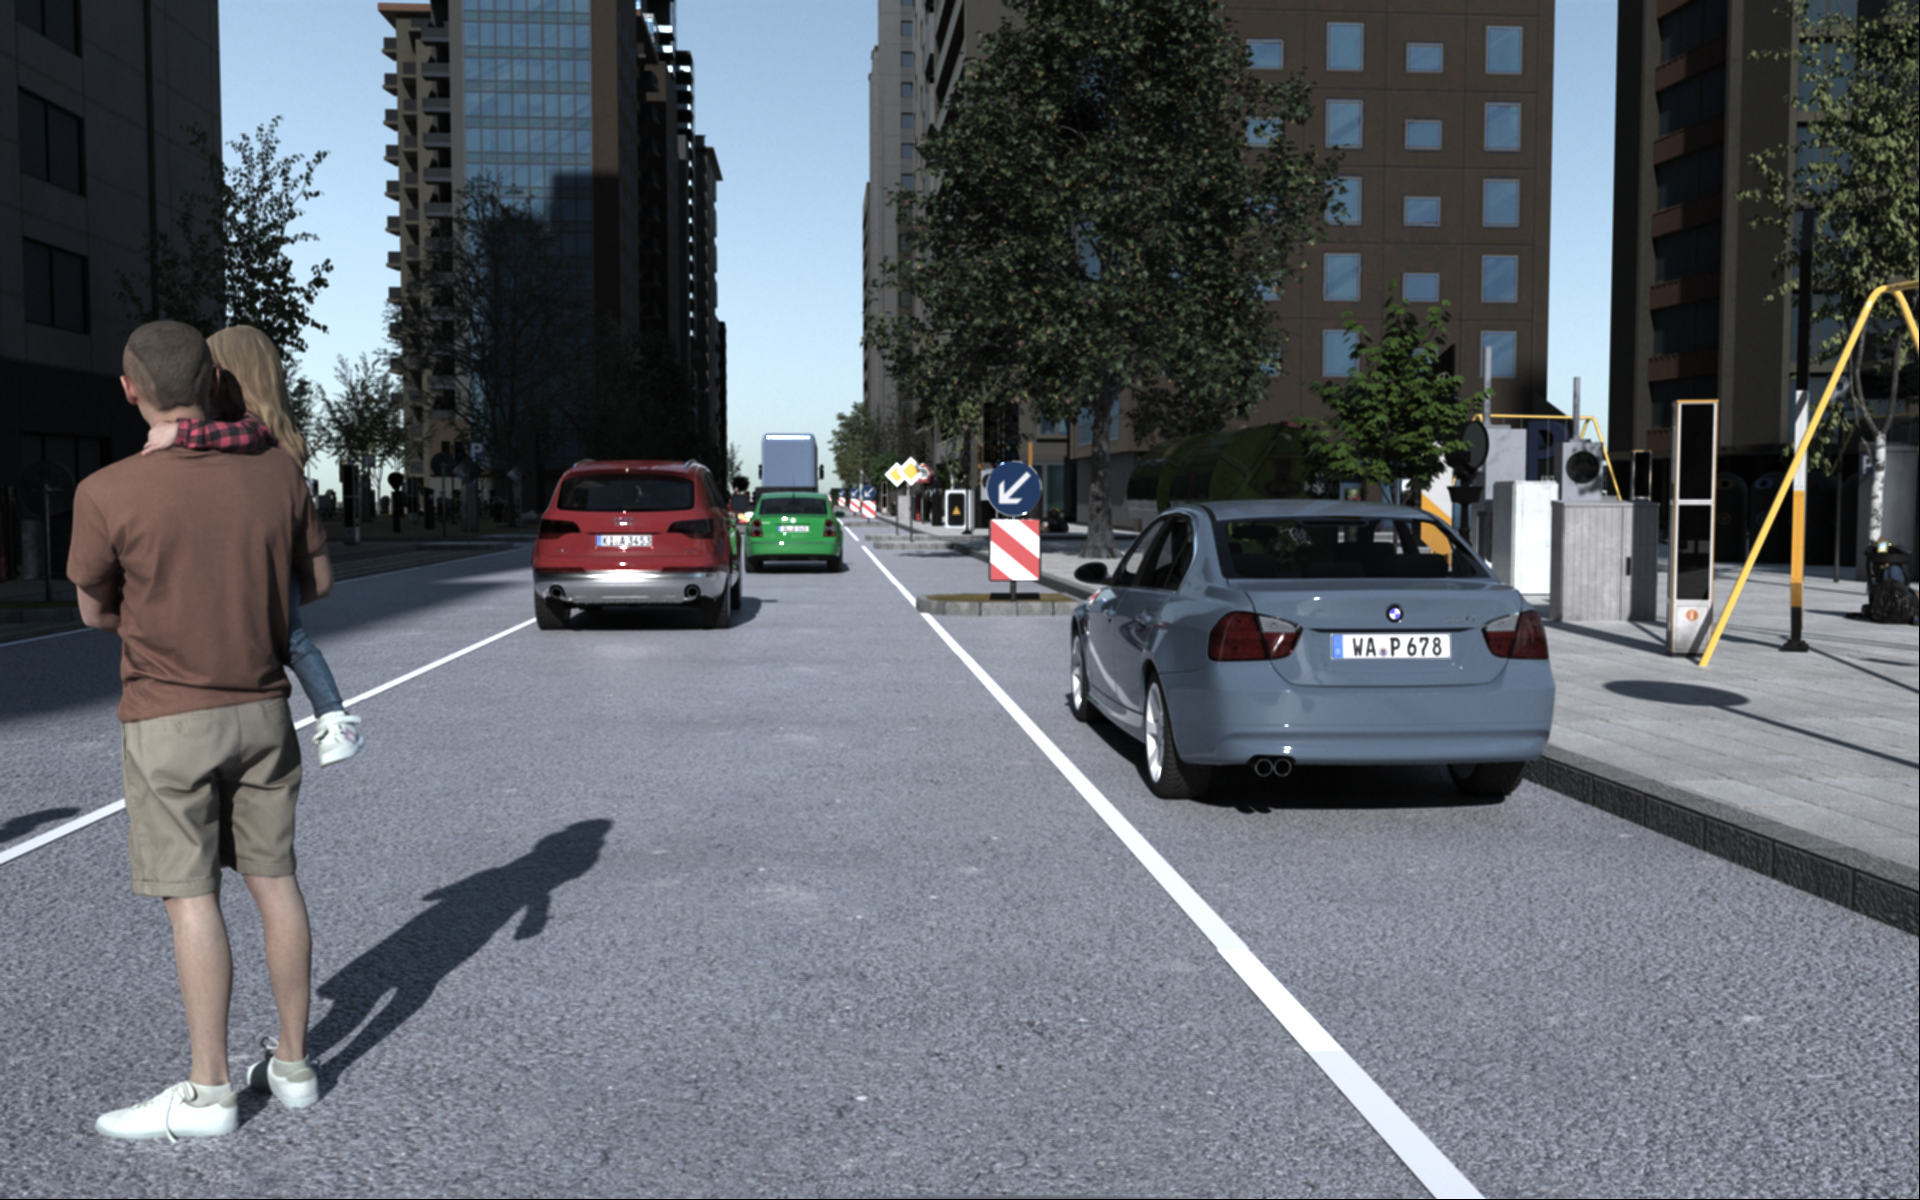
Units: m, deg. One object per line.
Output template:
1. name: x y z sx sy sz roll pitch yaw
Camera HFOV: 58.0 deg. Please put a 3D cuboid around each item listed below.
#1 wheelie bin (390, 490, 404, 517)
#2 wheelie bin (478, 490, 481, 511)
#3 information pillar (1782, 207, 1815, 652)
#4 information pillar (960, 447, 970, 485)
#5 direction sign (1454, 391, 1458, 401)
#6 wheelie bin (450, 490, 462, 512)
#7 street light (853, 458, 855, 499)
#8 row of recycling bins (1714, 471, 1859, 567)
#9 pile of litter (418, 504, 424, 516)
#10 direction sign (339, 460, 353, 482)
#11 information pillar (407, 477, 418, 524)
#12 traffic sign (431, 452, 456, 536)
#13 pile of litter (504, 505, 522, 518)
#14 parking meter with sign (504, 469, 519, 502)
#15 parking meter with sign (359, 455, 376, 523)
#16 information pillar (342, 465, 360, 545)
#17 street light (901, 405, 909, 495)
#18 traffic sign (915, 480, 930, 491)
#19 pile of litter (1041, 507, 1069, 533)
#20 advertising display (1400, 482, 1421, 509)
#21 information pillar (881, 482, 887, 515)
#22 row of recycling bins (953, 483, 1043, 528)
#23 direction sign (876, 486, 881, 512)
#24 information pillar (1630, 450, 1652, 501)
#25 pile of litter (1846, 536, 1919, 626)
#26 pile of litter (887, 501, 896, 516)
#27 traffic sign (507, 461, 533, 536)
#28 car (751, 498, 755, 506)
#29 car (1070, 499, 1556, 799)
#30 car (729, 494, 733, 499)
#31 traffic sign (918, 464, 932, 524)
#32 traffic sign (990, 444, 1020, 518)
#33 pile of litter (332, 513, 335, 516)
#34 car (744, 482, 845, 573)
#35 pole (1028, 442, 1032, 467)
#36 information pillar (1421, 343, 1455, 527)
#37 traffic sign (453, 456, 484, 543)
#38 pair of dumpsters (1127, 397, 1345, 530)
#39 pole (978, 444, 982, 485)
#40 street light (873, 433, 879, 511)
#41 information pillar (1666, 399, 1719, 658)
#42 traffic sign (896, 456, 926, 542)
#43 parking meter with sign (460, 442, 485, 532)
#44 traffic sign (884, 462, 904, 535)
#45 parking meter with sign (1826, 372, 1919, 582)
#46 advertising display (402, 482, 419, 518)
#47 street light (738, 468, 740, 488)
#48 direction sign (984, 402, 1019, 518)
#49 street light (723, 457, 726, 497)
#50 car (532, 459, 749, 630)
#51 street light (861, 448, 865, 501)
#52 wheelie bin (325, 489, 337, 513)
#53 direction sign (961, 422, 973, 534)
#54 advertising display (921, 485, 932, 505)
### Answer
1. wheelie bin: -31.093 -5.376 95.803 0.693 1.594 0.980 -2 4 -30
2. wheelie bin: -35.222 -7.244 126.339 0.980 1.594 0.693 -1 4 -13
3. information pillar: 6.820 -1.387 14.032 0.183 3.616 0.504 2 4 27
4. information pillar: 0.228 -5.085 74.492 0.504 3.616 0.183 3 5 41
5. direction sign: 10.521 -2.811 37.952 0.876 3.537 0.379 -2 4 -24
6. wheelie bin: -36.254 -7.157 124.932 0.693 1.594 0.980 2 4 31
7. street light: -12.556 -14.195 204.876 0.468 5.910 1.993 0 4 -5
8. row of recycling bins: 15.337 -1.515 31.882 1.069 1.692 3.534 -2 4 -33
9. pile of litter: -31.663 -5.364 101.668 1.176 0.858 1.719 -1 4 -11
10. direction sign: -41.169 -7.600 116.251 0.876 3.537 0.379 -1 4 -16
11. information pillar: -23.718 -4.314 75.030 0.304 2.012 0.304 2 4 29
12. traffic sign: -15.686 -3.211 52.600 0.768 2.556 0.104 0 4 -2
13. pile of litter: -23.677 -4.784 92.183 1.719 0.858 1.176 -2 4 -29
14. parking meter with sign: -30.097 -7.435 117.829 1.738 3.016 0.543 2 4 24
15. parking meter with sign: -26.974 -5.031 78.511 0.543 3.016 1.738 -2 4 -33
16. information pillar: -15.300 -2.387 43.513 0.304 2.012 0.304 0 4 4
17. street light: -2.871 -7.147 89.645 0.468 5.910 1.993 0 4 -5
18. traffic sign: -1.861 -5.003 81.807 0.884 2.594 0.081 0 3 0
19. pile of litter: 2.928 -2.696 58.037 1.719 0.858 1.176 -2 4 -26
20. advertising display: 11.180 -2.254 42.065 0.974 1.923 0.123 2 4 28
21. information pillar: -4.611 -6.158 105.170 0.304 2.012 0.304 -1 4 -14
22. row of recycling bins: 1.388 -3.530 64.831 3.534 1.692 1.069 1 4 17
23. direction sign: -5.948 -8.222 126.428 0.379 3.537 0.876 3 5 43
24. information pillar: 11.422 -1.504 29.088 0.304 2.012 0.304 1 4 15
25. pile of litter: 9.634 -0.216 17.502 1.176 0.858 1.719 2 4 24
26. pile of litter: -3.632 -5.308 100.750 1.176 0.858 1.719 -2 4 -29
27. traffic sign: -13.472 -3.024 53.086 0.795 2.450 0.064 0 4 -5
28. car: -17.237 -8.757 152.210 2.155 1.783 4.494 0 4 -6
29. car: 1.690 0.155 9.474 2.014 1.417 4.499 0 4 -4
30. car: -24.926 -11.138 191.699 1.945 1.707 3.694 0 4 -6
31. traffic sign: -1.574 -4.516 73.949 0.768 2.556 0.104 0 4 -1
32. traffic sign: 1.131 -2.678 43.895 0.768 2.556 0.104 0 4 -4
33. pile of litter: -37.705 -5.397 102.199 1.719 0.858 1.176 0 4 8
34. car: -3.144 -1.472 32.862 1.959 1.807 4.718 0 4 -5
35. pole: 2.751 -4.549 68.211 0.158 3.312 0.155 0 3 0
36. information pillar: 7.487 -2.186 27.099 0.504 3.616 0.183 2 4 30
37. traffic sign: -12.806 -2.537 45.129 0.795 2.450 0.064 0 4 -5
38. pair of dumpsters: 3.036 -1.035 19.423 1.574 2.255 4.437 0 4 -5
39. pole: 0.815 -4.660 70.039 0.158 3.312 0.155 0 3 0
40. street light: -6.220 -9.534 128.661 0.468 5.910 1.993 0 4 -5
41. information pillar: 5.760 -0.559 13.635 0.304 2.012 0.304 1 4 15
42. traffic sign: -1.300 -2.595 46.068 0.795 2.450 0.064 0 4 -5
43. parking meter with sign: -16.621 -3.826 58.816 0.543 3.016 1.738 -2 4 -30
44. traffic sign: -1.967 -3.082 54.025 0.795 2.450 0.064 0 4 -5
45. parking meter with sign: 13.529 -1.770 25.205 1.738 3.016 0.543 -1 4 -11
46. advertising display: -29.941 -5.452 94.352 0.123 1.923 0.974 3 5 40
47. street light: -32.067 -17.041 251.414 0.468 5.910 1.993 0 4 -5
48. direction sign: 1.011 -3.102 42.722 0.876 3.537 0.379 1 4 14
49. street light: -28.891 -14.662 212.503 0.468 5.910 1.993 0 4 -5
50. car: -3.588 -0.685 19.873 2.281 1.827 5.304 0 4 -5
51. street light: -9.223 -11.763 165.104 0.468 5.910 1.993 0 4 -5
52. wheelie bin: -43.353 -6.810 119.250 0.980 1.594 0.693 3 4 36
53. direction sign: 0.230 -3.861 55.129 0.379 3.537 0.876 1 4 12
54. advertising display: -2.184 -6.841 117.065 0.974 1.923 0.123 -1 4 -14
